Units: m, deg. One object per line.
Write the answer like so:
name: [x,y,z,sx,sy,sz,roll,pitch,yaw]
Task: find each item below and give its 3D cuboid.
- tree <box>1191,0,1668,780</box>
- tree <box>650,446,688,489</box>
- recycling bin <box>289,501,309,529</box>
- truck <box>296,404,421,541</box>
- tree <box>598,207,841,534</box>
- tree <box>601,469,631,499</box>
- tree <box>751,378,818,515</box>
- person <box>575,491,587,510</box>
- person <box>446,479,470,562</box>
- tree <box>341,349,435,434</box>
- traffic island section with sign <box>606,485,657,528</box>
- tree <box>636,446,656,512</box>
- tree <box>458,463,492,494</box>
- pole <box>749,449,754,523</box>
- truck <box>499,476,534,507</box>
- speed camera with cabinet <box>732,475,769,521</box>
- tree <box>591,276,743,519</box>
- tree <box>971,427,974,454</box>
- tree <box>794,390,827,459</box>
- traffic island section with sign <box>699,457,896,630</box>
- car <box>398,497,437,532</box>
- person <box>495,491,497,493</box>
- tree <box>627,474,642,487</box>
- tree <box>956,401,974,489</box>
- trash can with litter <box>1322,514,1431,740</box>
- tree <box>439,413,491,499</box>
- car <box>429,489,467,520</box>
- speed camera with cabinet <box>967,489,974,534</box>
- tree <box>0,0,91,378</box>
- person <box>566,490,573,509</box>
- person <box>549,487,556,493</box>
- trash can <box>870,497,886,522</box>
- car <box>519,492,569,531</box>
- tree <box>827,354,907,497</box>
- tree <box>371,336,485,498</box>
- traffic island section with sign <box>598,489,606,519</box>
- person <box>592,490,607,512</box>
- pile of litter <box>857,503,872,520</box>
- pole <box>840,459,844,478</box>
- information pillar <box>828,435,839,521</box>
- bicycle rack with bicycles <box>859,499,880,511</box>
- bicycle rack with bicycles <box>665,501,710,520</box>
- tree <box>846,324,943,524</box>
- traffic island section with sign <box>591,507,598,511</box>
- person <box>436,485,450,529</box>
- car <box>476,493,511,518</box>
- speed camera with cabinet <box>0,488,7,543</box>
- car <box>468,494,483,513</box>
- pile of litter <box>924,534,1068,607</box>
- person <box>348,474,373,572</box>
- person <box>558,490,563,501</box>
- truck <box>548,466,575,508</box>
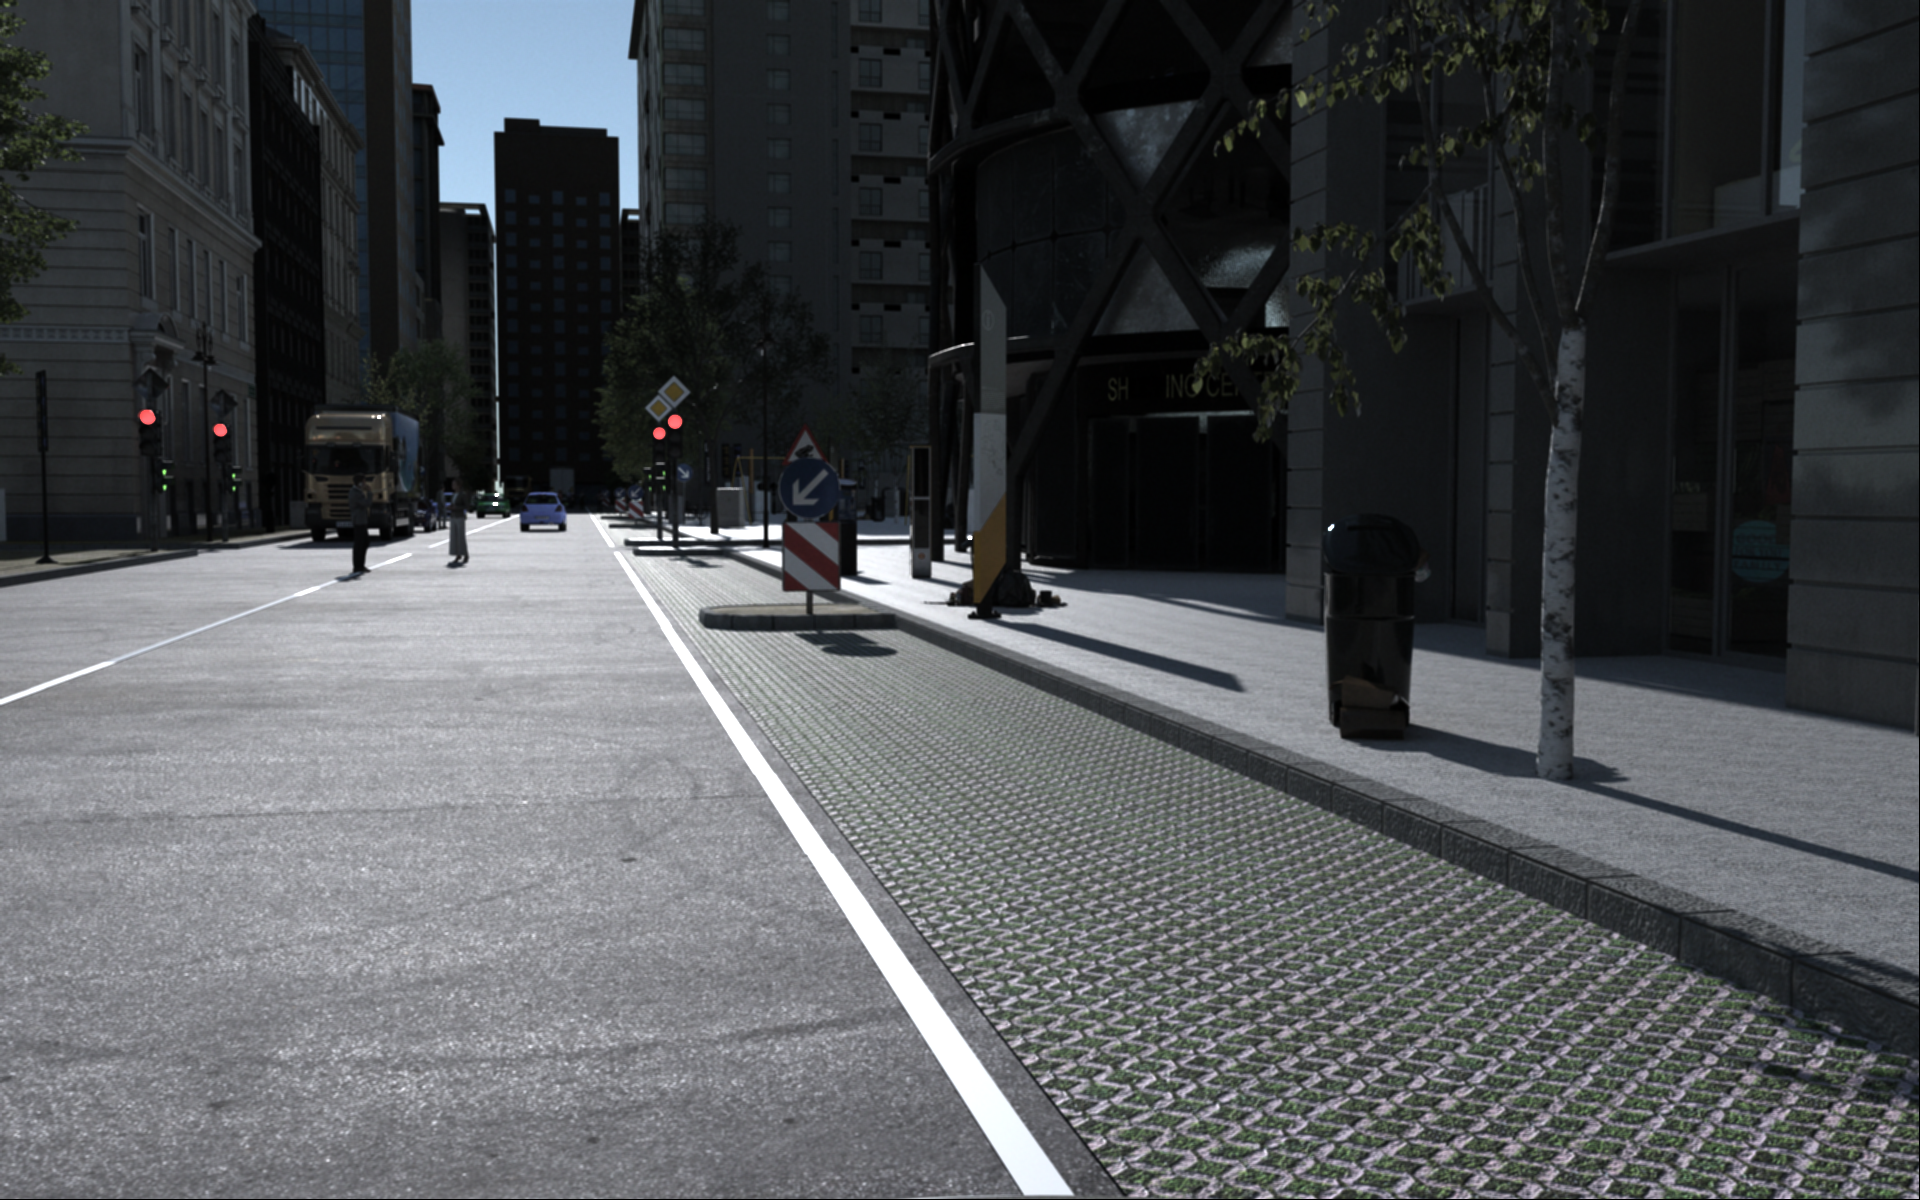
tree: [2.631,-3.513,7.808,4.360,8.622,3.978,0,3,0]
tree: [-20.412,-10.286,118.546,4.737,8.622,4.395,0,3,0]
recycling bin: [-24.164,-3.124,63.638,0.722,1.027,0.722,0,4,-3]
truck: [-19.335,-4.121,56.293,2.839,4.237,11.283,-1,4,-12]
tree: [-7.832,-7.420,55.737,8.767,10.594,7.601,0,4,6]
tree: [-39.317,-13.114,198.131,4.285,4.588,4.351,0,3,0]
tree: [-10.476,-9.362,103.436,4.360,8.622,3.978,0,3,0]
person: [-33.661,-8.853,153.969,1.217,1.736,0.721,2,4,25]
person: [-10.602,-1.678,36.477,0.519,1.759,0.362,2,4,32]
tree: [-29.117,-8.413,87.908,4.360,8.622,3.978,0,3,0]
traffic island section with sign: [-13.861,-3.959,73.358,1.989,1.847,2.006,-1,4,-12]
tree: [-22.199,-10.651,124.514,4.360,8.622,3.978,0,3,0]
tree: [-54.383,-12.936,195.210,4.285,4.588,4.351,0,3,0]
pole: [-9.356,-5.126,77.650,0.158,3.312,0.155,0,3,0]
truck: [-46.758,-11.471,183.466,3.469,3.379,9.791,-1,4,-11]
speed camera with cabinet: [-10.125,-5.420,82.958,0.660,3.252,2.038,-3,5,-39]
tree: [-14.613,-10.467,89.265,7.486,12.596,7.792,0,3,0]
tree: [2.374,-9.792,110.458,4.737,8.622,4.395,0,3,0]
tree: [-9.348,-10.378,120.049,4.737,8.622,4.395,0,3,0]
traffic island section with sign: [-1.858,-0.641,19.115,1.989,1.847,2.006,-1,4,-12]
car: [-20.989,-3.276,66.141,1.945,1.354,3.894,-1,4,-12]
person: [-42.225,-9.060,157.341,0.721,1.736,1.217,-2,4,-35]
tree: [-26.750,-9.110,143.553,1.663,3.219,1.824,0,3,0]
tree: [0.882,-8.114,83.023,4.360,8.622,3.978,0,3,0]
trash can with litter: [2.298,0.120,9.433,0.624,1.170,1.055,1,4,8]
tree: [-46.875,-13.123,164.925,4.737,8.622,4.395,0,3,0]
car: [-27.995,-5.208,94.735,1.945,1.707,3.694,-1,4,-10]
speed camera with cabinet: [0.740,-3.823,56.836,0.660,3.252,2.038,1,4,14]
tree: [-15.627,-6.429,23.240,7.486,12.596,7.792,0,3,0]
person: [-38.152,-9.853,169.471,0.709,1.838,0.599,1,4,15]
person: [-26.390,-6.374,112.082,0.474,1.900,0.648,3,4,38]
trash can: [-3.806,-4.220,80.653,0.748,1.137,0.748,0,3,0]
car: [-16.519,-3.616,68.710,1.945,1.707,3.694,-1,4,-11]
tree: [-4.531,-8.630,91.466,4.737,8.622,4.395,0,3,0]
tree: [-35.099,-11.496,113.718,9.928,11.665,9.643,0,3,0]
traffic island section with sign: [-19.675,-5.569,99.681,1.989,1.847,2.006,-1,4,-12]
person: [-28.500,-7.807,136.861,1.217,1.736,0.721,0,4,7]
pile of litter: [-4.679,-4.414,86.126,1.176,0.858,1.719,-1,4,-15]
pole: [-6.772,-6.458,99.439,0.158,3.312,0.155,0,3,0]
information pillar: [-5.076,-4.772,69.370,0.183,3.616,0.504,3,5,44]
bicycle rack with bicycles: [-6.109,-6.839,125.195,2.852,0.926,2.925,-1,4,-20]
bicycle rack with bicycles: [-13.509,-4.474,86.526,2.925,0.926,2.852,1,4,21]
tree: [-2.784,-7.589,74.447,4.360,8.622,3.978,0,3,0]
traffic island section with sign: [-30.422,-8.543,148.306,1.989,1.847,2.006,-1,4,-12]
person: [-21.457,-3.860,71.707,0.635,1.810,0.391,3,5,44]
car: [-28.298,-5.889,105.076,1.959,1.807,4.718,-1,4,-11]
speed camera with cabinet: [-25.533,-3.108,45.145,0.660,3.252,2.038,-1,4,-13]
car: [-36.715,-7.402,132.820,2.131,1.459,4.920,-1,4,-14]
pile of litter: [0.411,-0.376,20.109,1.719,0.858,1.176,3,5,43]
person: [-10.970,-1.410,31.736,0.473,1.802,0.592,-1,4,-12]
person: [-29.139,-7.126,125.734,0.721,1.743,1.217,1,4,11]
truck: [-41.738,-11.787,181.628,2.839,4.237,11.283,-1,4,-13]
